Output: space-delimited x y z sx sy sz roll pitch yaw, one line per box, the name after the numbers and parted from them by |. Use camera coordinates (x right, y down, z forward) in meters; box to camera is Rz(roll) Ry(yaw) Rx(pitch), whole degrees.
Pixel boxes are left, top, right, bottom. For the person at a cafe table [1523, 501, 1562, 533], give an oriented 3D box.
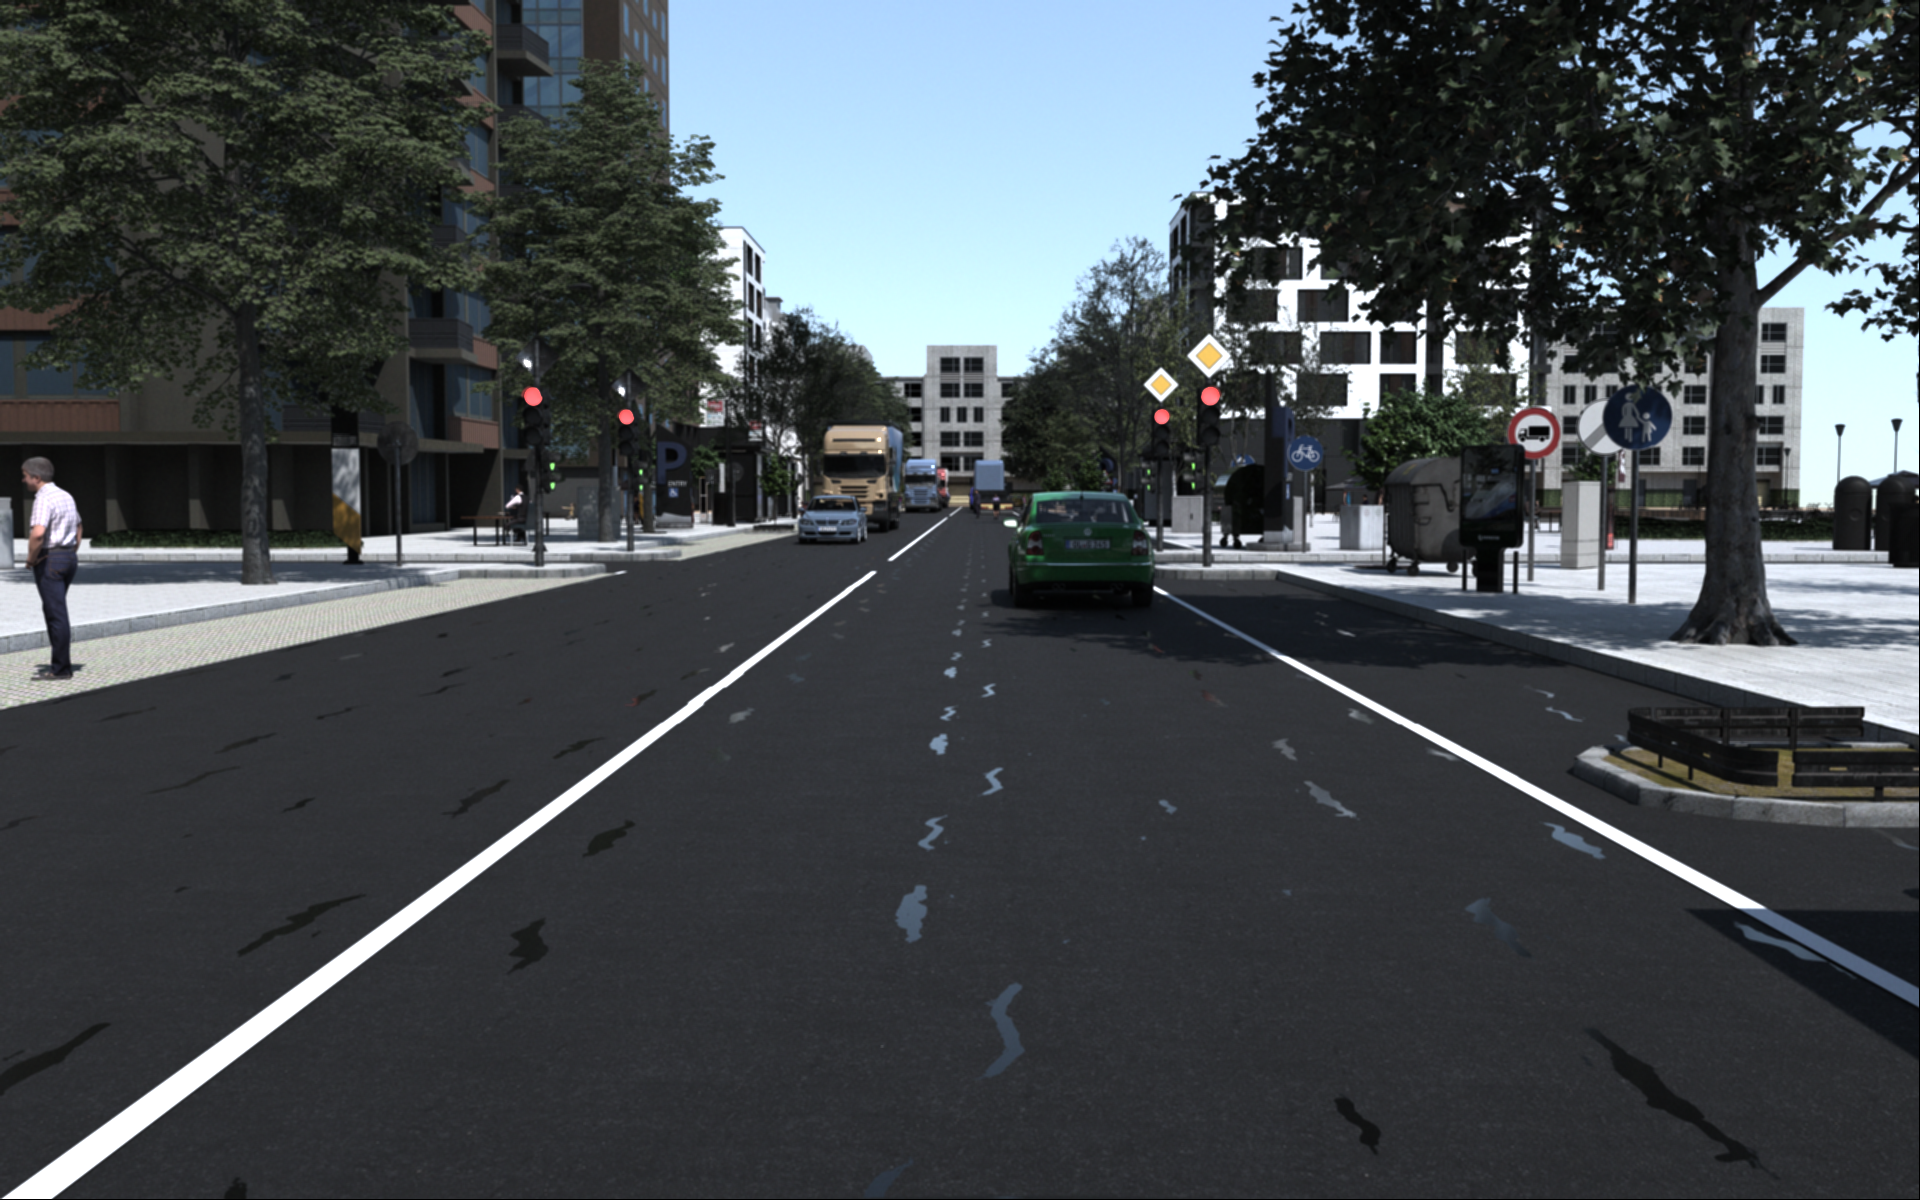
19.499 -2.869 57.762 1.726 1.238 1.698 0 4 -2 | person at a cafe table

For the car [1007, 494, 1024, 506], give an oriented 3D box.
5.871 -10.692 185.036 2.015 1.641 3.980 0 4 -1 | car

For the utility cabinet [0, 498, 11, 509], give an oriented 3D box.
-17.458 -1.219 31.086 1.020 1.237 0.306 2 4 30 | utility cabinet

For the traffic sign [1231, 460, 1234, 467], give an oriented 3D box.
8.979 -3.359 55.031 0.768 2.556 0.104 0 4 3 | traffic sign

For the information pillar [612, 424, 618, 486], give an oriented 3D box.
-10.193 -3.658 51.164 0.183 3.616 0.504 0 4 -3 | information pillar

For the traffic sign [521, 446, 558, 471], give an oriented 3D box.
-9.645 -2.429 39.721 0.884 2.594 0.081 1 4 9 | traffic sign

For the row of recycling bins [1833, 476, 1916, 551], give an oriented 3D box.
21.416 -1.929 38.660 3.534 1.692 1.069 3 5 40 | row of recycling bins

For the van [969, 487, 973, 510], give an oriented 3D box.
1.891 -9.345 157.174 2.240 2.365 5.245 0 4 2 | van

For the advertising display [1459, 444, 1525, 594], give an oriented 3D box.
6.940 -1.065 22.632 0.123 1.923 0.974 -2 4 -32 | advertising display

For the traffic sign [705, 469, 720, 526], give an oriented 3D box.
-9.968 -4.137 69.764 0.606 2.300 0.079 0 4 3 | traffic sign

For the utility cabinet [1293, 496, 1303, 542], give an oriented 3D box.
8.982 -2.137 46.109 0.306 1.237 1.020 0 4 7 | utility cabinet

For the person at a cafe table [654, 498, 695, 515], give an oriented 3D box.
-13.368 -4.384 82.543 1.726 1.238 1.698 3 4 37 | person at a cafe table

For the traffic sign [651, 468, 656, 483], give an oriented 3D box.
-11.618 -3.962 66.901 0.606 2.300 0.079 0 4 2 | traffic sign

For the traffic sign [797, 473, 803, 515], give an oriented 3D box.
-9.833 -6.398 104.717 0.768 2.556 0.104 0 4 4 | traffic sign

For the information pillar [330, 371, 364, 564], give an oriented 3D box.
-11.178 -2.459 31.565 0.504 3.616 0.183 -1 4 -10 | information pillar

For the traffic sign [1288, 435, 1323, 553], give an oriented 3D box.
7.515 -2.303 37.757 0.768 2.556 0.104 0 4 1 | traffic sign

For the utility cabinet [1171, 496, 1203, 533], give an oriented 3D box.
7.447 -2.785 56.692 1.020 1.237 0.306 2 4 27 | utility cabinet

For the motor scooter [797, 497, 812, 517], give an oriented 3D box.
-6.592 -3.775 74.498 0.815 1.314 1.986 0 4 2 | motor scooter

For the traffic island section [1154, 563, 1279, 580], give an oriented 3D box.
4.369 -0.502 30.490 2.009 0.180 2.903 0 4 1 | traffic island section

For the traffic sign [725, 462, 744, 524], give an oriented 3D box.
-9.043 -4.234 69.326 0.768 2.556 0.104 0 4 6 | traffic sign

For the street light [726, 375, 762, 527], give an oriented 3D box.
-8.427 -5.819 67.684 1.470 5.913 1.316 0 4 1 | street light

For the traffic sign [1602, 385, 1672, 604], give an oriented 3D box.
7.860 -1.228 20.177 0.768 2.556 0.104 1 4 10 | traffic sign

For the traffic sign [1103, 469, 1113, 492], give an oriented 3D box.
7.374 -5.401 88.315 0.884 2.594 0.081 0 4 6 | traffic sign

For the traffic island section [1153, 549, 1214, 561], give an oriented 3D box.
4.458 -0.990 38.475 2.009 0.180 2.903 0 4 1 | traffic island section

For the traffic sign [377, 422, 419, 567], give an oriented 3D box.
-9.878 -1.856 30.444 0.768 2.556 0.104 0 4 6 | traffic sign

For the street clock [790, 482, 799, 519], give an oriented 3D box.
-8.652 -5.253 90.456 0.358 2.002 0.471 -3 5 -41 | street clock

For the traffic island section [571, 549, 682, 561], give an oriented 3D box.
-7.363 -0.999 38.610 2.009 0.180 2.903 0 4 1 | traffic island section

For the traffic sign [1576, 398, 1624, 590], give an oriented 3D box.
8.563 -1.403 23.049 0.768 2.556 0.104 0 4 4 | traffic sign

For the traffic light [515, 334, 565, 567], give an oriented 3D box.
-7.412 -2.542 30.491 0.839 4.253 0.868 0 4 1 | traffic light

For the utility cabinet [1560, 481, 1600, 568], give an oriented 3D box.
10.750 -1.300 29.939 0.318 1.500 1.173 3 5 40 | utility cabinet

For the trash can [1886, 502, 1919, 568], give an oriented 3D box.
16.515 -1.131 30.144 0.748 1.137 0.748 0 3 0 | trash can

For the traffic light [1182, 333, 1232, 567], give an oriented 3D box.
4.329 -2.536 30.377 0.839 4.253 0.868 0 4 1 | traffic light

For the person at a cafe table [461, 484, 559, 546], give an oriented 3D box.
-11.133 -2.101 42.861 1.622 1.524 1.698 2 4 27 | person at a cafe table

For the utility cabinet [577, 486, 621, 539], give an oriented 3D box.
-10.239 -2.474 49.124 1.173 1.500 0.318 -1 4 -18 | utility cabinet

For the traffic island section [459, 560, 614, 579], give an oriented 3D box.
-7.452 -0.510 30.626 2.009 0.180 2.903 0 4 1 | traffic island section

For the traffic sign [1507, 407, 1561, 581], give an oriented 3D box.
8.401 -1.549 25.427 0.768 2.556 0.104 0 4 7 | traffic sign

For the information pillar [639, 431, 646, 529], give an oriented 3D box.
-11.525 -4.377 62.924 0.183 3.616 0.504 1 4 13 | information pillar

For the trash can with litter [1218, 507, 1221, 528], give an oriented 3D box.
8.786 -2.807 57.286 0.624 1.170 1.055 0 4 1 | trash can with litter

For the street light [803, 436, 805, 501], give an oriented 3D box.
-8.187 -7.611 96.986 1.470 5.913 1.316 0 4 1 | street light

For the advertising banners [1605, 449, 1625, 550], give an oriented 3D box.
14.943 -2.668 39.808 0.090 3.025 2.074 3 5 41 | advertising banners

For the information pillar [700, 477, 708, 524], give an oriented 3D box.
-11.079 -4.309 74.938 0.304 2.012 0.304 0 4 2 | information pillar

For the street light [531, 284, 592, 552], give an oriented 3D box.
-8.821 -4.027 38.383 1.470 5.913 1.316 0 4 1 | street light
